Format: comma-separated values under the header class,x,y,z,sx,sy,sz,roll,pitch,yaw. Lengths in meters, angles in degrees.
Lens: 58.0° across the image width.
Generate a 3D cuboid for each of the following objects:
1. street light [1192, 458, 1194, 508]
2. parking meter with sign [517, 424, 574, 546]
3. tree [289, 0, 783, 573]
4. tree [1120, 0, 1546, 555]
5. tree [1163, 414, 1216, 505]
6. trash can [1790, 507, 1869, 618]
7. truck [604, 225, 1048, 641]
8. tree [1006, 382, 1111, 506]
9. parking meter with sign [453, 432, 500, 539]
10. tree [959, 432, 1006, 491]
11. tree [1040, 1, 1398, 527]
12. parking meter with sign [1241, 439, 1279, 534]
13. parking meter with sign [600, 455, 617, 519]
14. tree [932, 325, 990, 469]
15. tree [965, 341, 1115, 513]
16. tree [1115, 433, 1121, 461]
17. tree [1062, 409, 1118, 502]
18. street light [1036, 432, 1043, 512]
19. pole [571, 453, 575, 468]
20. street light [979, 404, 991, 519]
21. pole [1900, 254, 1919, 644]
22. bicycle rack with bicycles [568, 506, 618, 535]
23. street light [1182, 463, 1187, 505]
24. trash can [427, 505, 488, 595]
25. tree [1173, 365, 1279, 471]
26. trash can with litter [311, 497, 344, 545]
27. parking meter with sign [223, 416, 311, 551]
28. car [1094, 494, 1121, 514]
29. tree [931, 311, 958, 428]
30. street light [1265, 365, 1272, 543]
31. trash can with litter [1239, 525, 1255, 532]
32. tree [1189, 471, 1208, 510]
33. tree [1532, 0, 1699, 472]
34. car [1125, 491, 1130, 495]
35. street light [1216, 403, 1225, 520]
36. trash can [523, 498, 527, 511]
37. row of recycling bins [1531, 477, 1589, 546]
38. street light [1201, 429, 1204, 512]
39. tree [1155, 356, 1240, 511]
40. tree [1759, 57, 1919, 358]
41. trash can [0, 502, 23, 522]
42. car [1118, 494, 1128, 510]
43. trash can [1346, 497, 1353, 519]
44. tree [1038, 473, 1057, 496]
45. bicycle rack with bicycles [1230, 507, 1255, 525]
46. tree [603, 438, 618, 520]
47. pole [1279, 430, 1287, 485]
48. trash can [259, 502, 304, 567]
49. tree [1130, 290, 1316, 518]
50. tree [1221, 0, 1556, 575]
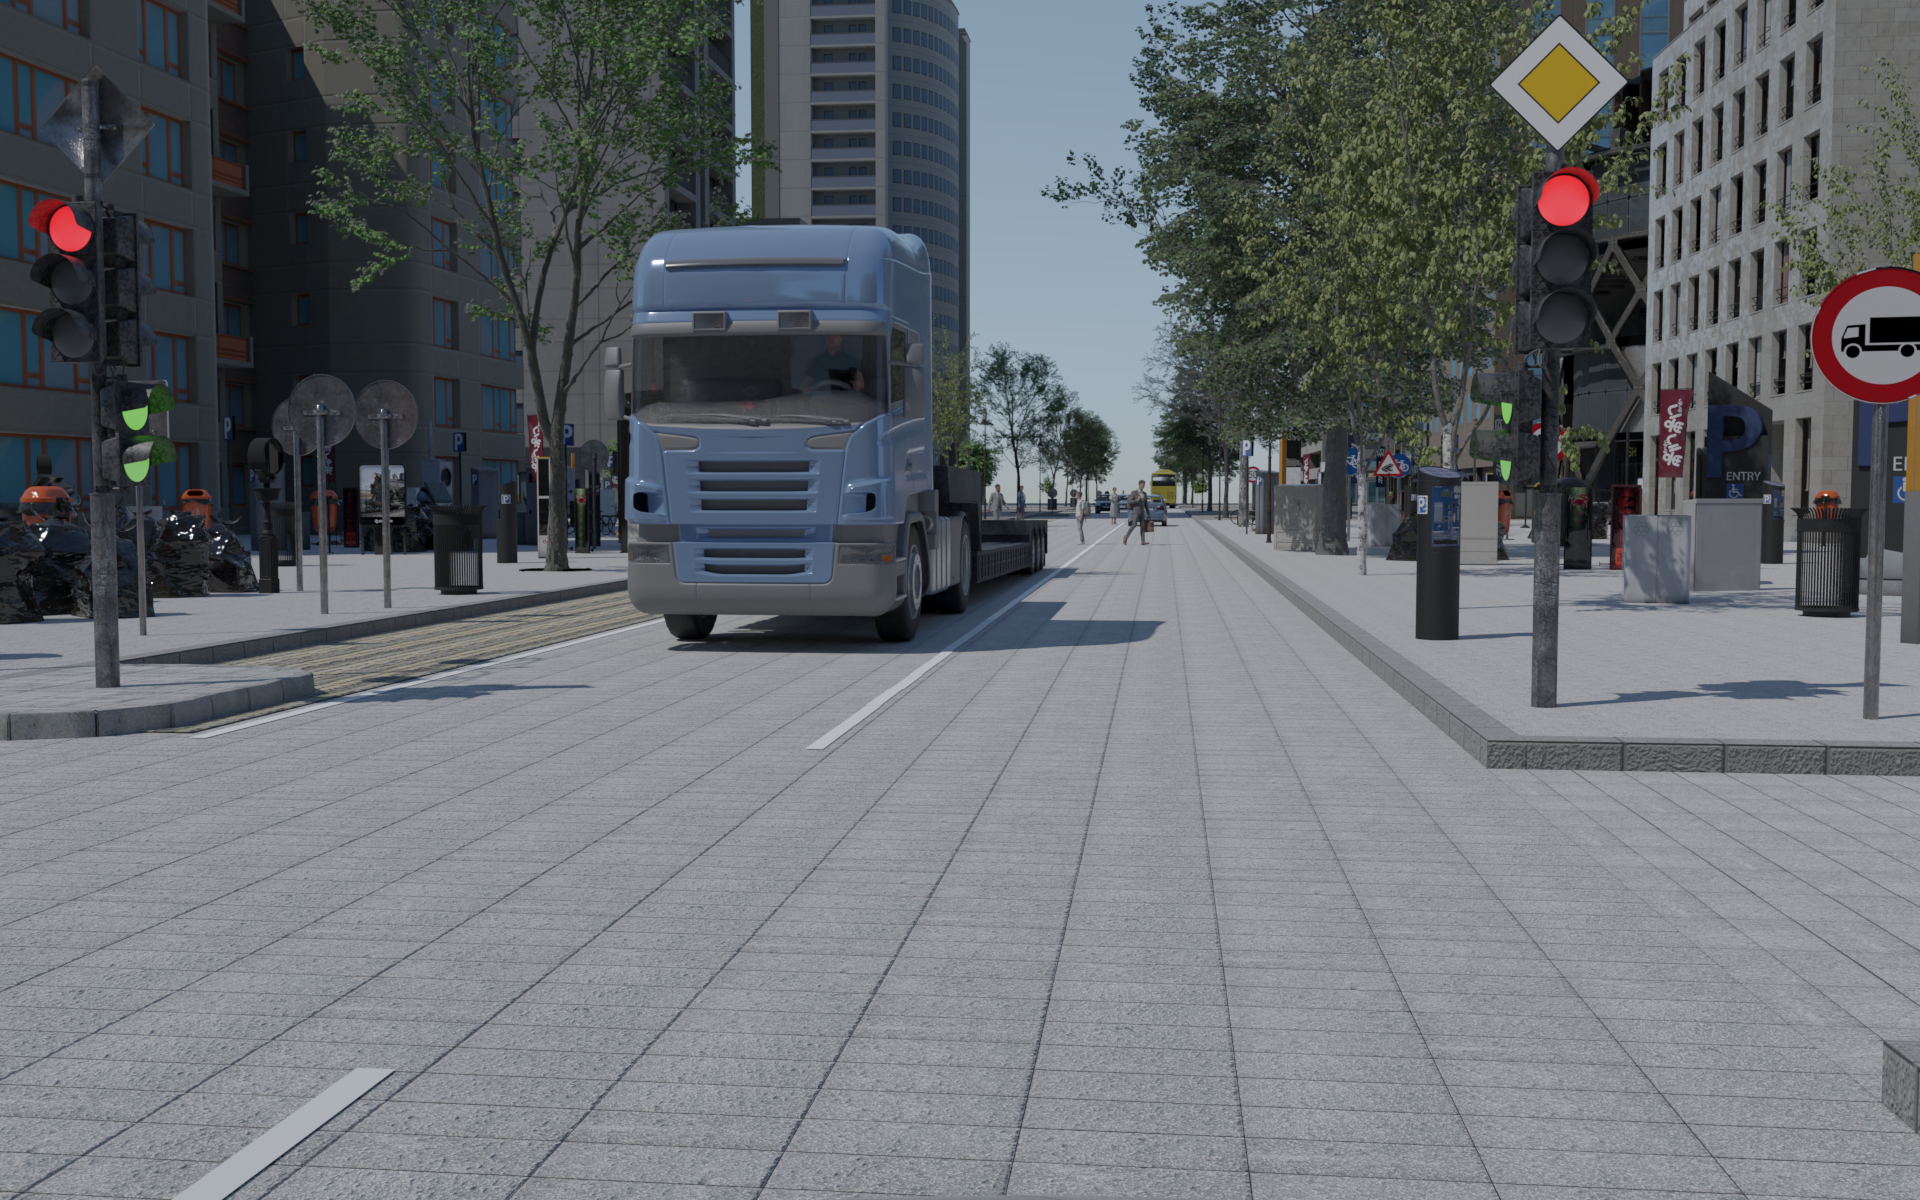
class,x,y,z,sx,sy,sz,roll,pitch,yaw
street light,21.612,-11.487,160.606,0.468,5.910,1.993,0,4,7
parking meter with sign,-10.460,-2.877,43.292,1.738,3.016,0.543,2,4,31
tree,-6.764,-6.273,28.322,9.928,11.665,9.643,0,3,0
tree,7.861,-7.928,36.283,9.857,13.997,8.962,0,3,0
tree,28.396,-17.452,211.087,9.928,11.665,9.643,0,3,0
trash can,9.099,-0.398,18.157,0.748,1.137,0.748,0,3,0
truck,-0.724,-2.088,23.892,2.967,4.110,18.799,0,4,7
tree,7.787,-12.824,144.085,8.767,10.594,7.601,-2,4,-29
parking meter with sign,-13.576,-3.261,49.574,0.543,3.016,1.738,3,5,41
tree,0.777,-6.588,91.425,4.285,4.588,4.351,0,3,0
tree,9.914,-12.971,67.966,12.611,20.169,13.585,0,3,0
parking meter with sign,9.855,-3.614,55.355,1.738,3.016,0.543,-2,4,-27
parking meter with sign,-16.066,-5.029,78.493,0.543,3.016,1.738,-2,4,-30
tree,-0.543,-7.600,74.630,4.737,8.622,4.395,0,3,0
tree,3.890,-11.764,118.090,9.928,11.665,9.643,0,3,0
tree,19.267,-19.538,245.206,9.928,11.665,9.643,0,3,0
tree,17.360,-19.197,232.002,7.486,12.596,7.792,0,3,0
street light,5.868,-9.423,126.848,0.468,5.910,1.993,0,4,7
pole,-19.234,-5.647,86.172,0.158,3.312,0.155,0,3,0
street light,1.276,-7.041,87.906,0.468,5.910,1.993,0,4,7
pole,8.203,-1.281,14.789,0.158,3.312,0.155,0,3,0
bicycle rack with bicycles,-11.663,-2.490,54.102,2.925,0.926,2.852,3,5,41
street light,31.216,-16.502,242.591,0.468,5.910,1.993,0,4,7
trash can,-6.431,-0.645,22.204,0.748,1.137,0.748,0,3,0
tree,17.184,-10.732,109.884,7.601,10.594,8.767,-3,4,-37
trash can with litter,-16.089,-1.995,43.671,1.678,1.210,2.233,2,4,32
parking meter with sign,-15.681,-2.630,39.255,1.738,3.016,0.543,-3,5,-42
car,10.912,-7.229,127.980,2.009,1.686,4.222,0,4,8
tree,-2.224,-7.041,65.475,4.360,8.622,3.978,0,3,0
street light,8.129,-4.441,45.402,0.468,5.910,1.993,0,4,7
trash can with litter,10.775,-2.936,59.069,2.233,1.210,1.678,2,4,26
tree,19.925,-9.042,142.437,1.663,3.219,1.824,0,3,0
tree,5.464,-4.189,18.848,4.737,8.622,4.395,0,3,0
car,15.207,-9.166,159.650,2.009,1.686,4.222,0,4,7
street light,12.664,-6.823,84.350,0.468,5.910,1.993,0,4,7
trash can,-15.660,-3.174,63.556,0.748,1.137,0.748,0,3,0
row of recycling bins,15.325,-2.262,44.096,1.069,1.692,3.534,0,4,8
street light,17.063,-9.105,121.659,0.468,5.910,1.993,0,4,7
tree,18.314,-12.858,128.361,7.486,12.596,7.792,0,3,0
tree,15.465,-4.743,27.904,4.737,8.622,4.395,0,3,0
trash can,-16.542,-1.146,30.392,0.748,1.137,0.748,0,3,0
car,12.713,-7.554,135.517,2.014,1.417,4.499,0,4,7
trash can,18.802,-4.450,84.409,0.748,1.137,0.748,0,3,0
tree,7.695,-9.775,154.427,1.663,3.219,1.824,0,3,0
bicycle rack with bicycles,12.556,-3.572,71.778,2.925,0.926,2.852,2,4,31
tree,-16.492,-6.252,85.934,4.285,4.588,4.351,0,3,0
pole,9.270,-3.420,49.765,0.158,3.312,0.155,0,3,0
trash can,-12.045,-1.170,30.784,0.748,1.137,0.748,0,3,0
tree,14.201,-11.096,91.782,12.009,13.543,11.850,0,3,0
tree,6.234,-4.682,26.906,4.737,8.622,4.395,0,3,0
